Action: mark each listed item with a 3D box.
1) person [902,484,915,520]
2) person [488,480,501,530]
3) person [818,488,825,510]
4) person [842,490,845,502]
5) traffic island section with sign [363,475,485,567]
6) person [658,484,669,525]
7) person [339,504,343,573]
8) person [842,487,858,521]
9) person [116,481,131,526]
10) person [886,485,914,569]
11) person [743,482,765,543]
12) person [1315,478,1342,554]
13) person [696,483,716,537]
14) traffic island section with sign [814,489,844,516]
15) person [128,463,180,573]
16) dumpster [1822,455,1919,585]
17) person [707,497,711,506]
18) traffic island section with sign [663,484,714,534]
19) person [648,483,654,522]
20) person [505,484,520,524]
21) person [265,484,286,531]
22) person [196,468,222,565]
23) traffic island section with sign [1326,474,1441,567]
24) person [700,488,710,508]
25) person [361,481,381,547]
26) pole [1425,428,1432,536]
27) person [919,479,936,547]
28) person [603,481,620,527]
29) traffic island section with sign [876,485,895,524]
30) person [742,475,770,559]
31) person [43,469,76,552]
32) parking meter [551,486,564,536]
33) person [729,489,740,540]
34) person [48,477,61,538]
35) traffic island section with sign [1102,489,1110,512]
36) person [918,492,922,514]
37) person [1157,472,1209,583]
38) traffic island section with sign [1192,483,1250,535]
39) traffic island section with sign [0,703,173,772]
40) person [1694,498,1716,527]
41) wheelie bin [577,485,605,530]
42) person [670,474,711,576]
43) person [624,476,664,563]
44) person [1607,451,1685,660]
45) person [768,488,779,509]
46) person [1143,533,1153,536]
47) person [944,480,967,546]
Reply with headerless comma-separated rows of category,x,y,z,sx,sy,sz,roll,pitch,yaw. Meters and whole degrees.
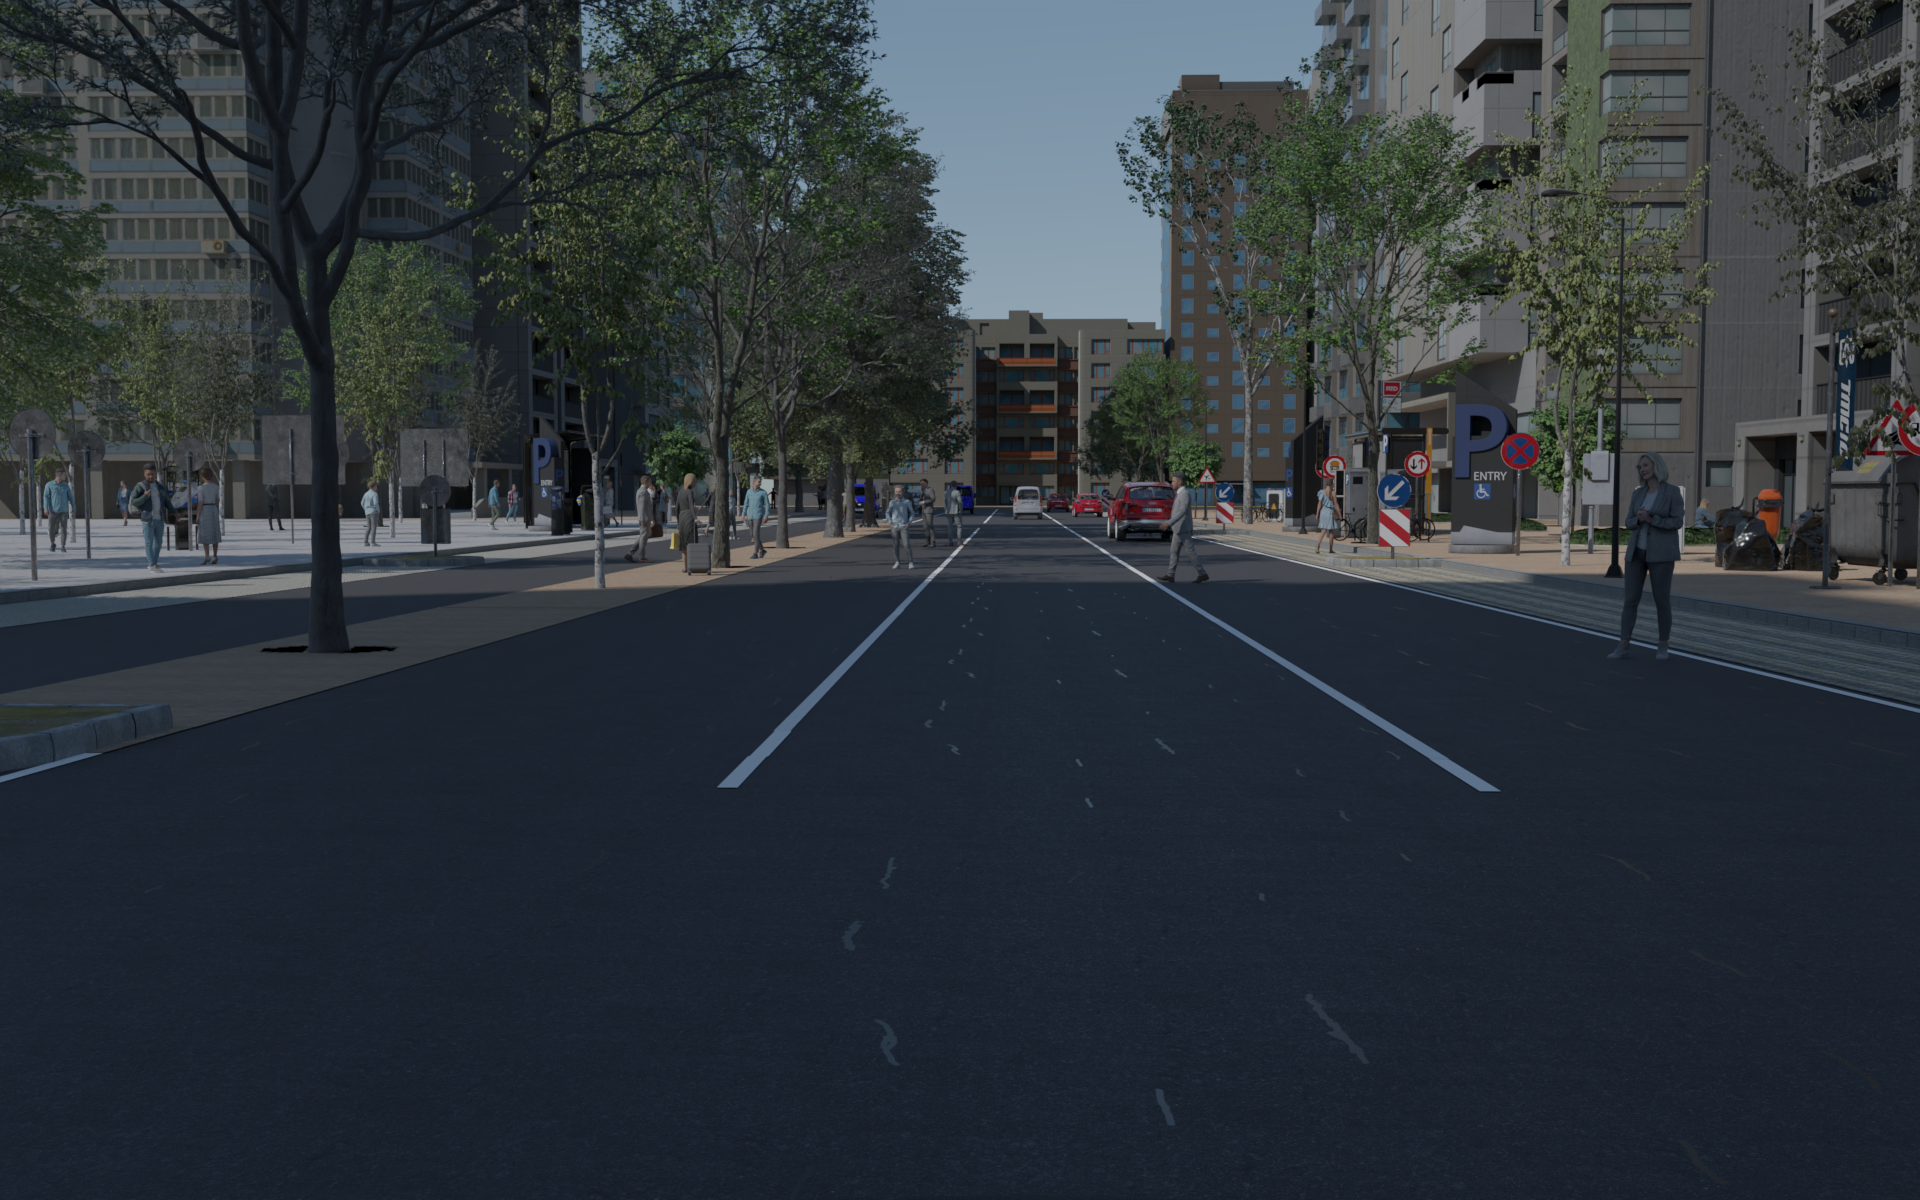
person,-1.932,-3.209,61.362,0.661,1.777,0.834,0,4,1
person,-16.624,-3.387,61.762,0.444,1.785,0.601,-2,4,-25
person,-10.764,-7.957,136.931,1.217,1.735,0.721,2,4,30
person,-11.062,-9.520,164.092,0.705,1.831,1.348,0,4,-7
traffic island section with sign,-10.729,-1.609,34.943,1.989,1.847,2.006,0,4,2
person,-12.187,-3.924,71.197,0.522,1.701,0.512,1,4,20
person,-11.165,-1.086,30.940,0.352,1.250,0.332,0,4,2
person,-6.115,-5.189,93.348,1.348,1.824,0.705,1,4,12
person,-33.469,-3.876,69.438,0.581,1.822,0.654,0,4,5
person,-1.152,-1.401,33.219,0.589,1.601,0.330,1,4,16
person,-6.066,-2.595,51.286,0.694,1.780,0.624,3,4,38
person,8.826,-2.010,41.457,0.616,1.811,0.778,3,5,41
person,-8.591,-3.017,58.043,1.509,1.804,0.699,0,4,-1
traffic island section with sign,-8.401,-6.335,112.210,1.989,1.847,2.006,0,4,2
person,-13.202,-1.340,28.302,0.721,1.781,0.623,1,4,20
dumpster,13.477,-1.177,24.997,1.264,1.857,1.865,0,4,2
person,-24.249,-9.528,167.519,0.421,1.427,0.697,-2,4,-32
traffic island section with sign,-9.893,-3.300,62.580,1.989,1.847,2.006,0,4,2
person,-14.495,-4.567,80.936,0.478,1.798,0.641,-1,4,-14
person,-19.392,-4.174,75.124,0.643,1.720,0.563,2,4,34
person,-24.147,-3.402,61.026,0.648,1.900,0.474,1,4,22
person,-13.700,-1.522,31.490,0.524,1.755,0.480,2,4,30
traffic island section with sign,8.394,-1.589,34.603,1.989,1.847,2.006,0,4,2
person,-23.411,-9.443,160.525,1.350,1.814,0.705,-2,4,-27
person,-14.358,-2.108,42.320,0.589,1.601,0.330,3,5,42
pole,14.465,-3.645,53.437,0.158,3.312,0.155,0,3,0
person,-0.903,-2.342,46.593,0.447,1.846,0.655,-2,4,-28
person,-13.424,-3.678,66.535,0.624,1.780,0.694,1,4,9
traffic island section with sign,-3.559,-4.678,84.622,2.006,1.907,1.989,0,4,2
person,-4.427,-1.821,38.136,0.638,1.841,0.748,2,4,35
person,-19.877,-1.977,38.238,0.638,1.841,0.748,-2,4,-29
parking meter,-12.407,-2.748,53.337,0.372,1.533,0.369,0,3,0
person,-7.234,-2.708,54.588,0.589,1.601,0.330,-3,5,-41
person,-26.657,-2.729,50.999,0.444,1.785,0.601,2,4,24
traffic island section with sign,11.523,-7.953,138.652,1.989,1.847,2.006,0,4,2
person,-2.748,-7.245,127.753,0.445,1.727,0.742,2,4,31
person,3.603,-1.173,27.955,0.850,1.792,0.678,0,4,5
traffic island section with sign,9.202,-3.237,61.547,1.989,1.847,2.006,0,4,2
traffic island section with sign,-5.814,-0.084,9.517,2.006,1.907,1.989,0,4,2
person,22.255,-2.451,51.616,0.738,1.151,1.012,1,4,12
wheelie bin,-13.105,-3.287,61.644,0.980,1.594,0.693,-2,4,-26
person,-4.807,-1.352,30.830,0.699,1.804,1.509,-1,4,-10
person,-6.568,-1.680,36.085,0.853,1.813,0.709,-1,4,-21
person,5.978,-0.386,14.997,0.526,1.800,0.537,-2,4,-30
person,-15.718,-8.550,145.790,1.348,1.831,0.705,0,4,-6
person,6.314,-3.052,58.602,0.606,1.804,0.583,0,4,-7
person,-0.163,-2.410,47.998,0.635,1.810,0.391,2,4,23
